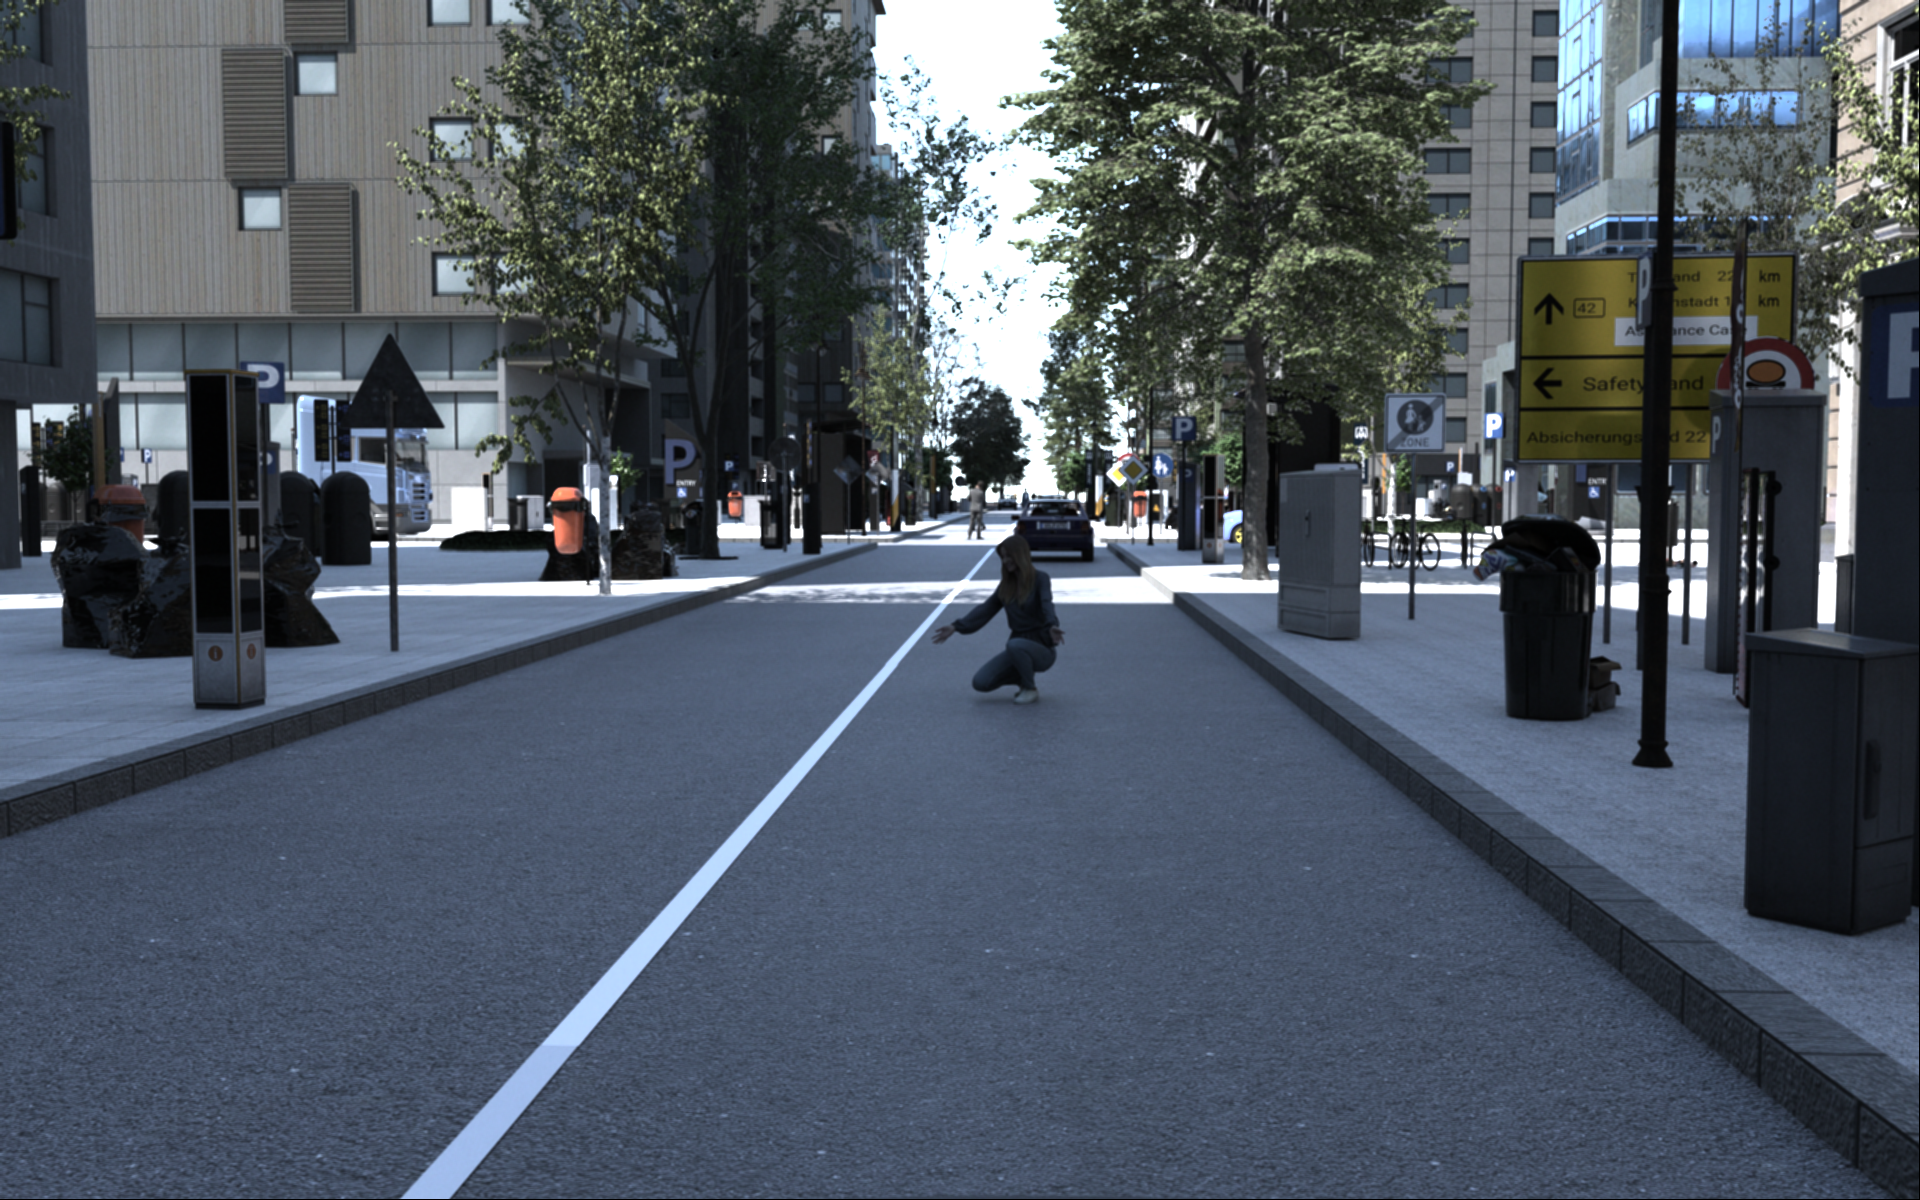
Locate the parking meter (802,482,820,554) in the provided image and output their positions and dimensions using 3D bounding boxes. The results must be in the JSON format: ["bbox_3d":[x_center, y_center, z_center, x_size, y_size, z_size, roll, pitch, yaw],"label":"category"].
[{"bbox_3d":[-3.173,-1.749,36.999,0.372,1.533,0.369,0,3,0],"label":"parking meter"}]

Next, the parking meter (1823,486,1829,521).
[{"bbox_3d":[28.632,-2.974,57.032,0.372,1.533,0.369,0,3,0],"label":"parking meter"}]

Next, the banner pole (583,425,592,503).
[{"bbox_3d":[-13.610,-4.481,63.289,0.401,3.779,0.863,1,4,10],"label":"banner pole"}]

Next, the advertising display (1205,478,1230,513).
[{"bbox_3d":[10.522,-4.011,70.798,0.974,1.923,0.123,1,4,21],"label":"advertising display"}]

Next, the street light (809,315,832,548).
[{"bbox_3d":[-3.378,-4.196,41.394,0.468,5.910,1.993,0,4,3],"label":"street light"}]

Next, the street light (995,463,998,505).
[{"bbox_3d":[4.669,-14.656,212.407,0.468,5.910,1.993,0,4,3],"label":"street light"}]

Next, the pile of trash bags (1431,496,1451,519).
[{"bbox_3d":[25.237,-4.788,88.032,1.912,1.369,3.447,0,4,0],"label":"pile of trash bags"}]

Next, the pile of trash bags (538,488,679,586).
[{"bbox_3d":[-5.370,-0.977,25.719,1.912,1.369,3.447,0,4,4],"label":"pile of trash bags"}]

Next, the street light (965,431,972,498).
[{"bbox_3d":[0.675,-9.551,128.939,0.468,5.910,1.993,0,4,3],"label":"street light"}]

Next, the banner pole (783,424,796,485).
[{"bbox_3d":[-6.054,-4.363,61.351,0.401,3.779,0.863,-3,5,-41],"label":"banner pole"}]

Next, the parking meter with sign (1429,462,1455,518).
[{"bbox_3d":[26.029,-5.966,93.808,0.543,3.016,1.738,-1,4,-19],"label":"parking meter with sign"}]

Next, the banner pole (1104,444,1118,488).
[{"bbox_3d":[7.571,-5.894,86.377,0.863,3.779,0.401,0,4,-2],"label":"banner pole"}]

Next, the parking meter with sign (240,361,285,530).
[{"bbox_3d":[-9.490,-1.677,23.674,0.543,3.016,1.738,-1,4,-21],"label":"parking meter with sign"}]

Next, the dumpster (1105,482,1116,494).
[{"bbox_3d":[7.894,-5.042,84.924,1.502,2.255,1.985,0,4,3],"label":"dumpster"}]

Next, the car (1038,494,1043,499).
[{"bbox_3d":[7.906,-9.143,159.716,2.015,1.641,3.980,0,4,3],"label":"car"}]

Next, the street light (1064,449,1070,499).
[{"bbox_3d":[10.521,-11.867,166.816,0.468,5.910,1.993,0,4,3],"label":"street light"}]

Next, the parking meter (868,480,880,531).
[{"bbox_3d":[-3.003,-3.357,60.591,0.399,1.863,0.255,0,4,-1],"label":"parking meter"}]

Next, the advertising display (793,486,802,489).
[{"bbox_3d":[-9.731,-6.096,104.875,0.974,1.923,0.123,1,4,20],"label":"advertising display"}]

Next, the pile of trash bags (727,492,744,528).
[{"bbox_3d":[-9.791,-3.358,64.662,3.447,1.369,1.912,0,4,-2],"label":"pile of trash bags"}]

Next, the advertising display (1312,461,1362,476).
[{"bbox_3d":[7.447,-1.777,34.274,0.974,1.923,0.123,2,4,29],"label":"advertising display"}]

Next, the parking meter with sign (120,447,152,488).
[{"bbox_3d":[-32.000,-4.299,66.545,1.738,3.016,0.543,0,4,6],"label":"parking meter with sign"}]

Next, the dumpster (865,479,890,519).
[{"bbox_3d":[-4.397,-5.366,90.228,1.502,2.255,1.985,0,4,3],"label":"dumpster"}]

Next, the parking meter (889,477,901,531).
[{"bbox_3d":[-2.227,-3.286,59.429,0.399,1.863,0.255,0,4,8],"label":"parking meter"}]

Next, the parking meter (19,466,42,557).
[{"bbox_3d":[-19.122,-1.829,35.619,0.399,1.863,0.255,3,4,37],"label":"parking meter"}]

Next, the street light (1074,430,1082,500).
[{"bbox_3d":[8.908,-9.712,131.584,0.468,5.910,1.993,0,4,3],"label":"street light"}]

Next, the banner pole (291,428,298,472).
[{"bbox_3d":[-25.073,-4.616,65.481,0.863,3.779,0.401,3,5,40],"label":"banner pole"}]

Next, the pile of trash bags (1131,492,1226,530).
[{"bbox_3d":[7.817,-3.190,61.915,3.447,1.369,1.912,0,4,-3],"label":"pile of trash bags"}]

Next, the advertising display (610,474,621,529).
[{"bbox_3d":[-11.446,-3.157,56.837,0.974,1.923,0.123,3,5,44],"label":"advertising display"}]

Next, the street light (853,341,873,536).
[{"bbox_3d":[-2.916,-4.873,52.466,0.468,5.910,1.993,0,4,3],"label":"street light"}]

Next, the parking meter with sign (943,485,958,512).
[{"bbox_3d":[-1.010,-7.877,125.047,1.738,3.016,0.543,-2,4,-34],"label":"parking meter with sign"}]

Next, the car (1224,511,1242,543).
[{"bbox_3d":[8.881,-2.356,48.118,3.694,1.707,1.945,0,4,2],"label":"car"}]

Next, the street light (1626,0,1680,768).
[{"bbox_3d":[3.277,-2.155,8.017,0.468,5.910,1.993,0,4,3],"label":"street light"}]

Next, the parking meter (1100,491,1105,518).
[{"bbox_3d":[7.567,-5.157,92.729,0.372,1.533,0.369,0,3,0],"label":"parking meter"}]

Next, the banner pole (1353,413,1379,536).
[{"bbox_3d":[12.574,-3.892,53.648,0.863,3.779,0.401,2,4,26],"label":"banner pole"}]

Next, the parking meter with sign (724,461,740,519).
[{"bbox_3d":[-11.775,-5.727,89.894,0.543,3.016,1.738,-1,4,-22],"label":"parking meter with sign"}]

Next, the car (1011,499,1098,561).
[{"bbox_3d":[2.088,-1.570,38.246,1.945,1.354,3.894,0,4,4],"label":"car"}]

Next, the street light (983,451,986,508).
[{"bbox_3d":[2.294,-11.712,164.271,0.468,5.910,1.993,0,4,3],"label":"street light"}]

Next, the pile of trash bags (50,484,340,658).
[{"bbox_3d":[-6.938,-0.332,15.187,1.912,1.369,3.447,-3,5,-43],"label":"pile of trash bags"}]

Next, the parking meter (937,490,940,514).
[{"bbox_3d":[-1.437,-6.146,108.900,0.372,1.533,0.369,0,3,0],"label":"parking meter"}]

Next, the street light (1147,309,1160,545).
[{"bbox_3d":[4.778,-4.310,43.254,0.468,5.910,1.993,0,4,3],"label":"street light"}]

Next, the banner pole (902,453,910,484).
[{"bbox_3d":[-3.277,-7.122,106.459,0.863,3.779,0.401,1,4,13],"label":"banner pole"}]

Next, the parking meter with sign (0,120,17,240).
[{"bbox_3d":[-4.839,-0.680,7.380,0.543,3.016,1.738,1,4,10],"label":"parking meter with sign"}]

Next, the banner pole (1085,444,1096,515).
[{"bbox_3d":[6.557,-5.879,86.135,0.863,3.779,0.401,-2,4,-30],"label":"banner pole"}]

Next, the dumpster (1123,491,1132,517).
[{"bbox_3d":[7.753,-4.599,80.948,1.264,1.857,1.865,0,4,3],"label":"dumpster"}]

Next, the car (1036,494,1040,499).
[{"bbox_3d":[12.633,-15.749,267.289,2.009,1.686,4.222,0,4,3],"label":"car"}]

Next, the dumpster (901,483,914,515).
[{"bbox_3d":[-3.038,-5.110,89.311,1.264,1.857,1.865,0,4,3],"label":"dumpster"}]

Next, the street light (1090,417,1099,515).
[{"bbox_3d":[7.011,-7.201,90.526,0.468,5.910,1.993,0,4,3],"label":"street light"}]

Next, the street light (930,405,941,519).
[{"bbox_3d":[-1.214,-7.028,87.694,0.468,5.910,1.993,0,4,3],"label":"street light"}]

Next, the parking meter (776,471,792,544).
[{"bbox_3d":[-4.487,-2.358,44.270,0.399,1.863,0.255,0,4,-7],"label":"parking meter"}]

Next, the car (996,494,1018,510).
[{"bbox_3d":[4.297,-8.990,156.777,2.009,1.686,4.222,0,4,2],"label":"car"}]

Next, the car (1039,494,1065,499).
[{"bbox_3d":[4.815,-4.954,90.780,2.009,1.686,4.222,0,4,2],"label":"car"}]

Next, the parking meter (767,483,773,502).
[{"bbox_3d":[-10.030,-5.201,90.746,0.399,1.863,0.255,-1,4,-12],"label":"parking meter"}]

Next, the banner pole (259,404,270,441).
[{"bbox_3d":[-14.661,-2.830,36.294,0.401,3.779,0.863,2,4,26],"label":"banner pole"}]

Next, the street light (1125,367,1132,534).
[{"bbox_3d":[5.373,-5.046,55.296,0.468,5.910,1.993,0,4,3],"label":"street light"}]
